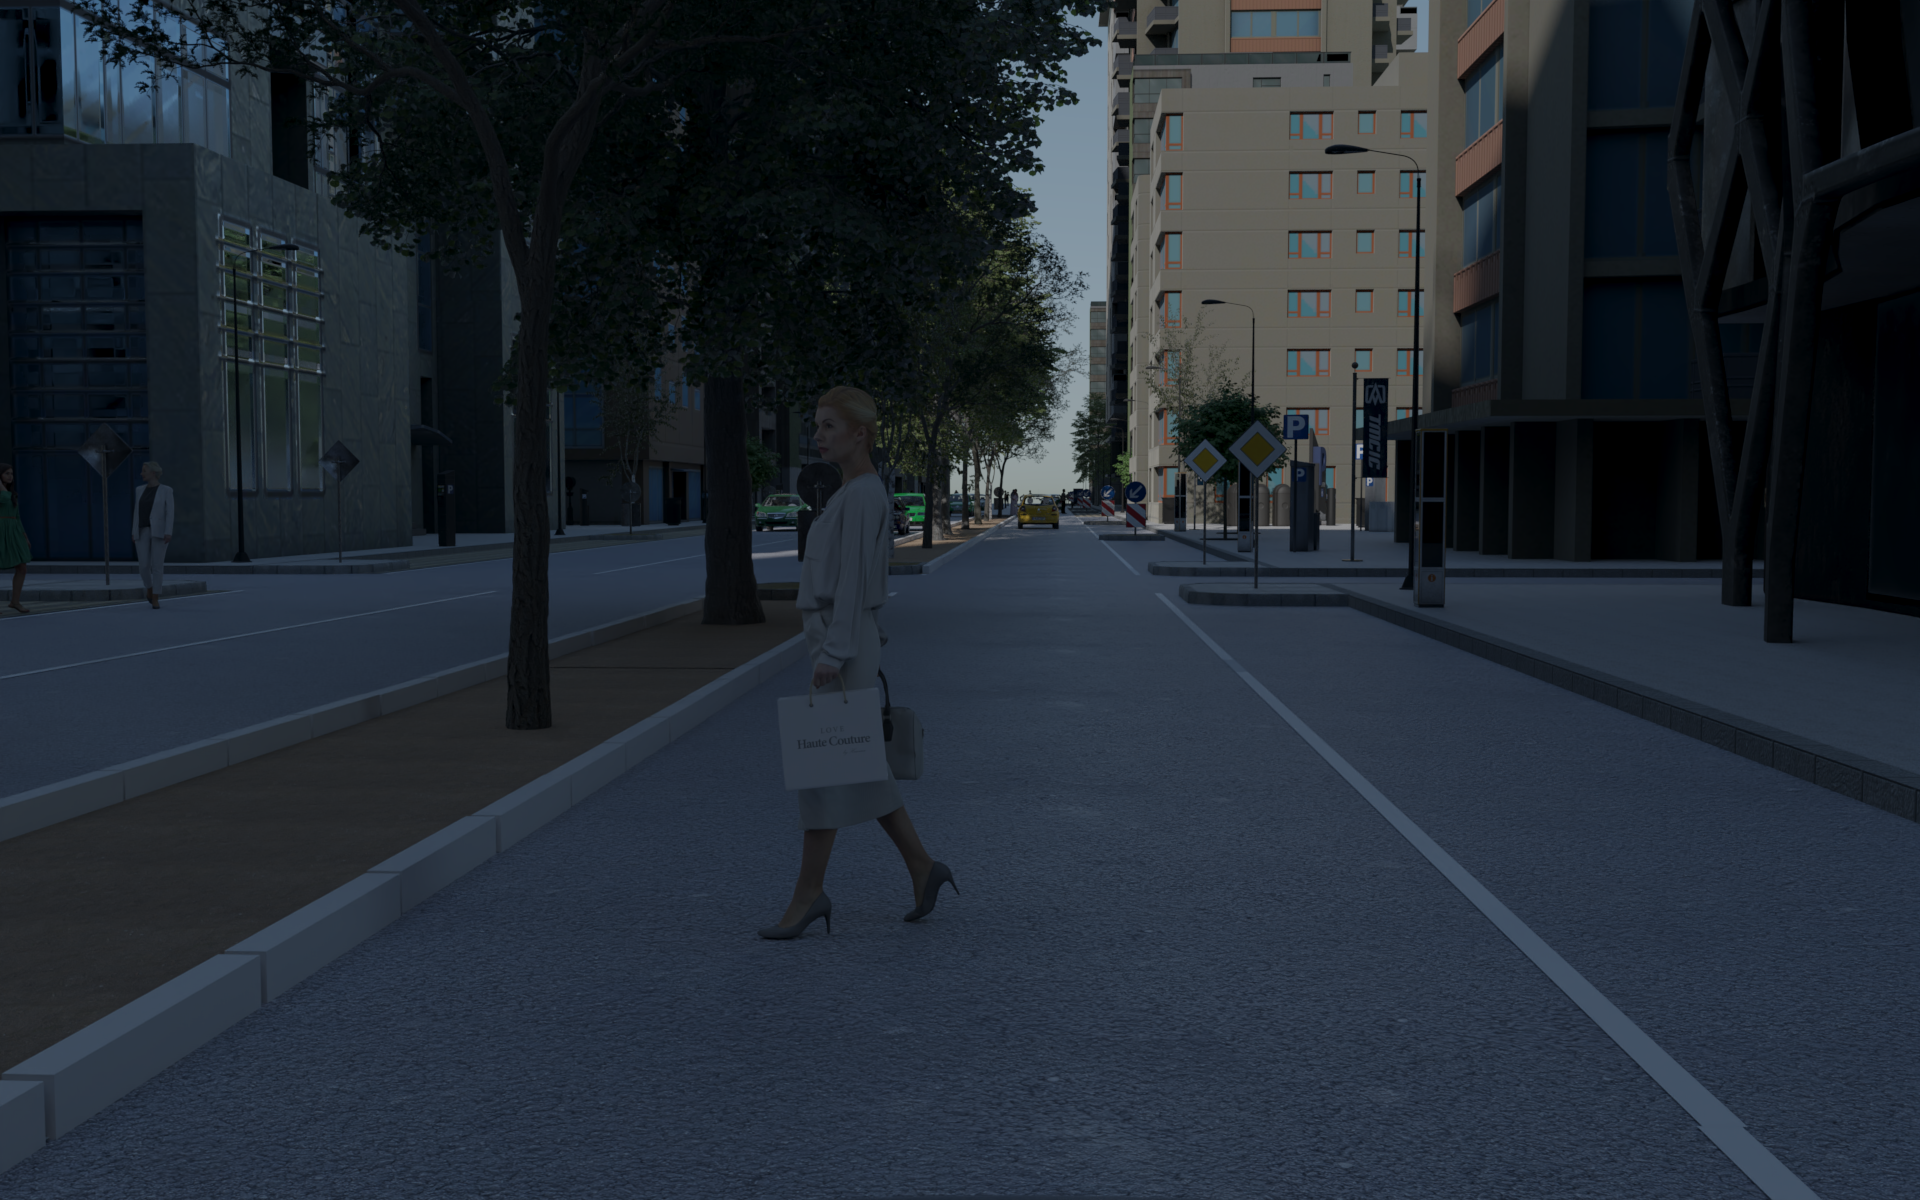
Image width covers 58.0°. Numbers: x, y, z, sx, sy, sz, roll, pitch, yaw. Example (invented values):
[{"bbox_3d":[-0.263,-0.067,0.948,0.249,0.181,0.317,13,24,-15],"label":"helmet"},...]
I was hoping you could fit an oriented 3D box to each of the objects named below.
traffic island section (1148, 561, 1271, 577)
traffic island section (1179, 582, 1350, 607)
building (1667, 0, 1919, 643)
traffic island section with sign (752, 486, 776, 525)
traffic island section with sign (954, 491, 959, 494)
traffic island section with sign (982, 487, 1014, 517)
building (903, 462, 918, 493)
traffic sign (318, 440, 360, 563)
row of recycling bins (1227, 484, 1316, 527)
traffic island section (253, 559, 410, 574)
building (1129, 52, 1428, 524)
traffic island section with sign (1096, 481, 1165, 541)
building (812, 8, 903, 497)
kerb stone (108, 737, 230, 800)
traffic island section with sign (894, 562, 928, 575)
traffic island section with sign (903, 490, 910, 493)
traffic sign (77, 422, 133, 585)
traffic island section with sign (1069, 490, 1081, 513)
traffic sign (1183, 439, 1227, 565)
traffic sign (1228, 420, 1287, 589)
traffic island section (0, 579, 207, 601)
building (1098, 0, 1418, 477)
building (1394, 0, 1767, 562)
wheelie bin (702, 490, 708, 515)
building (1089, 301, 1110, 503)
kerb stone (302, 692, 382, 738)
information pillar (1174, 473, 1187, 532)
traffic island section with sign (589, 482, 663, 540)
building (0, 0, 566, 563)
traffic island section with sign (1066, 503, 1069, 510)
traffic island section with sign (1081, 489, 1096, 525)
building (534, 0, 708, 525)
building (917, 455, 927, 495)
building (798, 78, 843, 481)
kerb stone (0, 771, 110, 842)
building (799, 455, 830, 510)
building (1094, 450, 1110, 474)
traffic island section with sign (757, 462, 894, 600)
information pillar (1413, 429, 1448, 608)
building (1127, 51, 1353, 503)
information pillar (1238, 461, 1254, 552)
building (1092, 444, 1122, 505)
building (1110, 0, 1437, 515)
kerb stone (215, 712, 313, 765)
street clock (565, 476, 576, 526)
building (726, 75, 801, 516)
[{"bbox_3d":[4.467,-0.565,31.514,2.009,0.180,2.903,0,4,3],"label":"traffic island section"},{"bbox_3d":[4.042,-0.077,23.540,2.009,0.180,2.903,0,4,3],"label":"traffic island section"},{"bbox_3d":[15.010,-8.904,13.036,16.820,18.784,16.811,0,4,3],"label":"building"},{"bbox_3d":[-8.983,-4.458,81.516,1.989,1.847,2.006,0,4,3],"label":"traffic island section with sign"},{"bbox_3d":[-0.435,-14.251,241.638,1.989,1.847,2.006,0,4,3],"label":"traffic island section with sign"},{"bbox_3d":[2.356,-6.018,106.532,2.006,1.907,1.989,0,4,3],"label":"traffic island section with sign"},{"bbox_3d":[-9.329,-34.949,255.008,14.154,41.232,14.086,0,4,3],"label":"building"},{"bbox_3d":[-11.577,-1.753,32.310,0.795,2.450,0.064,0,4,3],"label":"traffic sign"},{"bbox_3d":[12.392,-3.778,68.876,3.534,1.692,1.069,0,4,-4],"label":"row of recycling bins"},{"bbox_3d":[-11.601,-0.617,32.373,2.009,0.180,2.903,0,4,3],"label":"traffic island section"},{"bbox_3d":[23.156,-14.850,87.845,27.650,21.520,28.899,0,4,3],"label":"building"},{"bbox_3d":[5.341,-2.777,54.038,1.989,1.847,2.006,0,4,3],"label":"traffic island section with sign"},{"bbox_3d":[-16.922,-32.990,163.084,21.300,48.544,21.600,0,4,3],"label":"building"},{"bbox_3d":[-3.913,0.835,8.549,0.120,0.150,1.000,0,4,3],"label":"kerb stone"},{"bbox_3d":[-1.639,-1.429,31.499,2.006,1.907,1.989,0,4,3],"label":"traffic island section with sign"},{"bbox_3d":[-4.875,-9.165,158.480,1.989,1.847,2.006,0,4,3],"label":"traffic island section with sign"},{"bbox_3d":[-12.003,-1.266,24.336,0.795,2.450,0.064,0,4,3],"label":"traffic sign"},{"bbox_3d":[9.426,-7.457,130.542,1.989,1.847,2.006,0,4,3],"label":"traffic island section with sign"},{"bbox_3d":[4.443,-1.700,31.438,0.795,2.450,0.064,0,4,3],"label":"traffic sign"},{"bbox_3d":[4.018,-1.212,23.464,0.795,2.450,0.064,0,4,3],"label":"traffic sign"},{"bbox_3d":[-12.027,-0.130,24.399,2.009,0.180,2.903,0,4,3],"label":"traffic island section"},{"bbox_3d":[27.948,-35.315,166.640,28.713,52.752,27.495,0,4,3],"label":"building"},{"bbox_3d":[24.657,-23.588,40.289,28.867,44.769,22.147,0,4,3],"label":"building"},{"bbox_3d":[-11.191,-4.277,77.844,0.693,1.594,0.980,2,4,24],"label":"wheelie bin"},{"bbox_3d":[26.257,-29.758,258.241,14.160,30.474,14.107,0,4,3],"label":"building"},{"bbox_3d":[-3.803,0.709,10.597,0.120,0.150,1.000,0,4,3],"label":"kerb stone"},{"bbox_3d":[7.538,-3.347,59.212,0.304,2.012,0.304,-2,4,-32],"label":"information pillar"},{"bbox_3d":[-10.424,-2.801,54.426,1.989,1.847,2.006,0,4,3],"label":"traffic island section with sign"},{"bbox_3d":[-24.357,-44.827,45.598,22.319,86.520,31.000,0,4,3],"label":"building"},{"bbox_3d":[10.865,-9.103,157.459,1.989,1.847,2.006,0,4,3],"label":"traffic island section with sign"},{"bbox_3d":[6.790,-4.431,81.079,1.989,1.847,2.006,0,4,3],"label":"traffic island section with sign"},{"bbox_3d":[-19.241,-26.120,77.169,14.600,45.320,14.200,0,4,3],"label":"building"},{"bbox_3d":[-11.038,-34.376,212.150,14.600,45.320,14.200,0,4,3],"label":"building"},{"bbox_3d":[-24.584,-27.460,140.850,32.217,40.220,23.993,0,4,3],"label":"building"},{"bbox_3d":[-3.963,0.897,7.528,0.120,0.150,1.000,0,4,3],"label":"kerb stone"},{"bbox_3d":[-19.716,-41.535,117.354,20.563,71.187,20.611,0,4,3],"label":"building"},{"bbox_3d":[29.719,-56.338,233.803,22.319,86.520,31.000,0,4,3],"label":"building"},{"bbox_3d":[-2.043,-0.977,24.103,2.006,1.907,1.989,0,4,3],"label":"traffic island section with sign"},{"bbox_3d":[5.329,-0.926,19.626,0.304,2.012,0.304,0,4,4],"label":"information pillar"},{"bbox_3d":[18.380,-21.138,117.309,14.160,30.474,14.107,0,4,3],"label":"building"},{"bbox_3d":[6.297,-2.059,38.157,0.304,2.012,0.304,1,4,19],"label":"information pillar"},{"bbox_3d":[26.533,-47.119,208.647,20.563,71.187,20.611,0,4,3],"label":"building"},{"bbox_3d":[23.347,-29.603,138.627,22.147,44.769,28.867,0,4,3],"label":"building"},{"bbox_3d":[-3.860,0.772,9.569,0.120,0.150,1.000,0,4,3],"label":"kerb stone"},{"bbox_3d":[-15.921,-4.044,70.690,0.471,2.002,0.358,2,4,24],"label":"street clock"},{"bbox_3d":[-17.194,-20.081,100.025,14.160,30.474,14.107,0,4,3],"label":"building"}]
